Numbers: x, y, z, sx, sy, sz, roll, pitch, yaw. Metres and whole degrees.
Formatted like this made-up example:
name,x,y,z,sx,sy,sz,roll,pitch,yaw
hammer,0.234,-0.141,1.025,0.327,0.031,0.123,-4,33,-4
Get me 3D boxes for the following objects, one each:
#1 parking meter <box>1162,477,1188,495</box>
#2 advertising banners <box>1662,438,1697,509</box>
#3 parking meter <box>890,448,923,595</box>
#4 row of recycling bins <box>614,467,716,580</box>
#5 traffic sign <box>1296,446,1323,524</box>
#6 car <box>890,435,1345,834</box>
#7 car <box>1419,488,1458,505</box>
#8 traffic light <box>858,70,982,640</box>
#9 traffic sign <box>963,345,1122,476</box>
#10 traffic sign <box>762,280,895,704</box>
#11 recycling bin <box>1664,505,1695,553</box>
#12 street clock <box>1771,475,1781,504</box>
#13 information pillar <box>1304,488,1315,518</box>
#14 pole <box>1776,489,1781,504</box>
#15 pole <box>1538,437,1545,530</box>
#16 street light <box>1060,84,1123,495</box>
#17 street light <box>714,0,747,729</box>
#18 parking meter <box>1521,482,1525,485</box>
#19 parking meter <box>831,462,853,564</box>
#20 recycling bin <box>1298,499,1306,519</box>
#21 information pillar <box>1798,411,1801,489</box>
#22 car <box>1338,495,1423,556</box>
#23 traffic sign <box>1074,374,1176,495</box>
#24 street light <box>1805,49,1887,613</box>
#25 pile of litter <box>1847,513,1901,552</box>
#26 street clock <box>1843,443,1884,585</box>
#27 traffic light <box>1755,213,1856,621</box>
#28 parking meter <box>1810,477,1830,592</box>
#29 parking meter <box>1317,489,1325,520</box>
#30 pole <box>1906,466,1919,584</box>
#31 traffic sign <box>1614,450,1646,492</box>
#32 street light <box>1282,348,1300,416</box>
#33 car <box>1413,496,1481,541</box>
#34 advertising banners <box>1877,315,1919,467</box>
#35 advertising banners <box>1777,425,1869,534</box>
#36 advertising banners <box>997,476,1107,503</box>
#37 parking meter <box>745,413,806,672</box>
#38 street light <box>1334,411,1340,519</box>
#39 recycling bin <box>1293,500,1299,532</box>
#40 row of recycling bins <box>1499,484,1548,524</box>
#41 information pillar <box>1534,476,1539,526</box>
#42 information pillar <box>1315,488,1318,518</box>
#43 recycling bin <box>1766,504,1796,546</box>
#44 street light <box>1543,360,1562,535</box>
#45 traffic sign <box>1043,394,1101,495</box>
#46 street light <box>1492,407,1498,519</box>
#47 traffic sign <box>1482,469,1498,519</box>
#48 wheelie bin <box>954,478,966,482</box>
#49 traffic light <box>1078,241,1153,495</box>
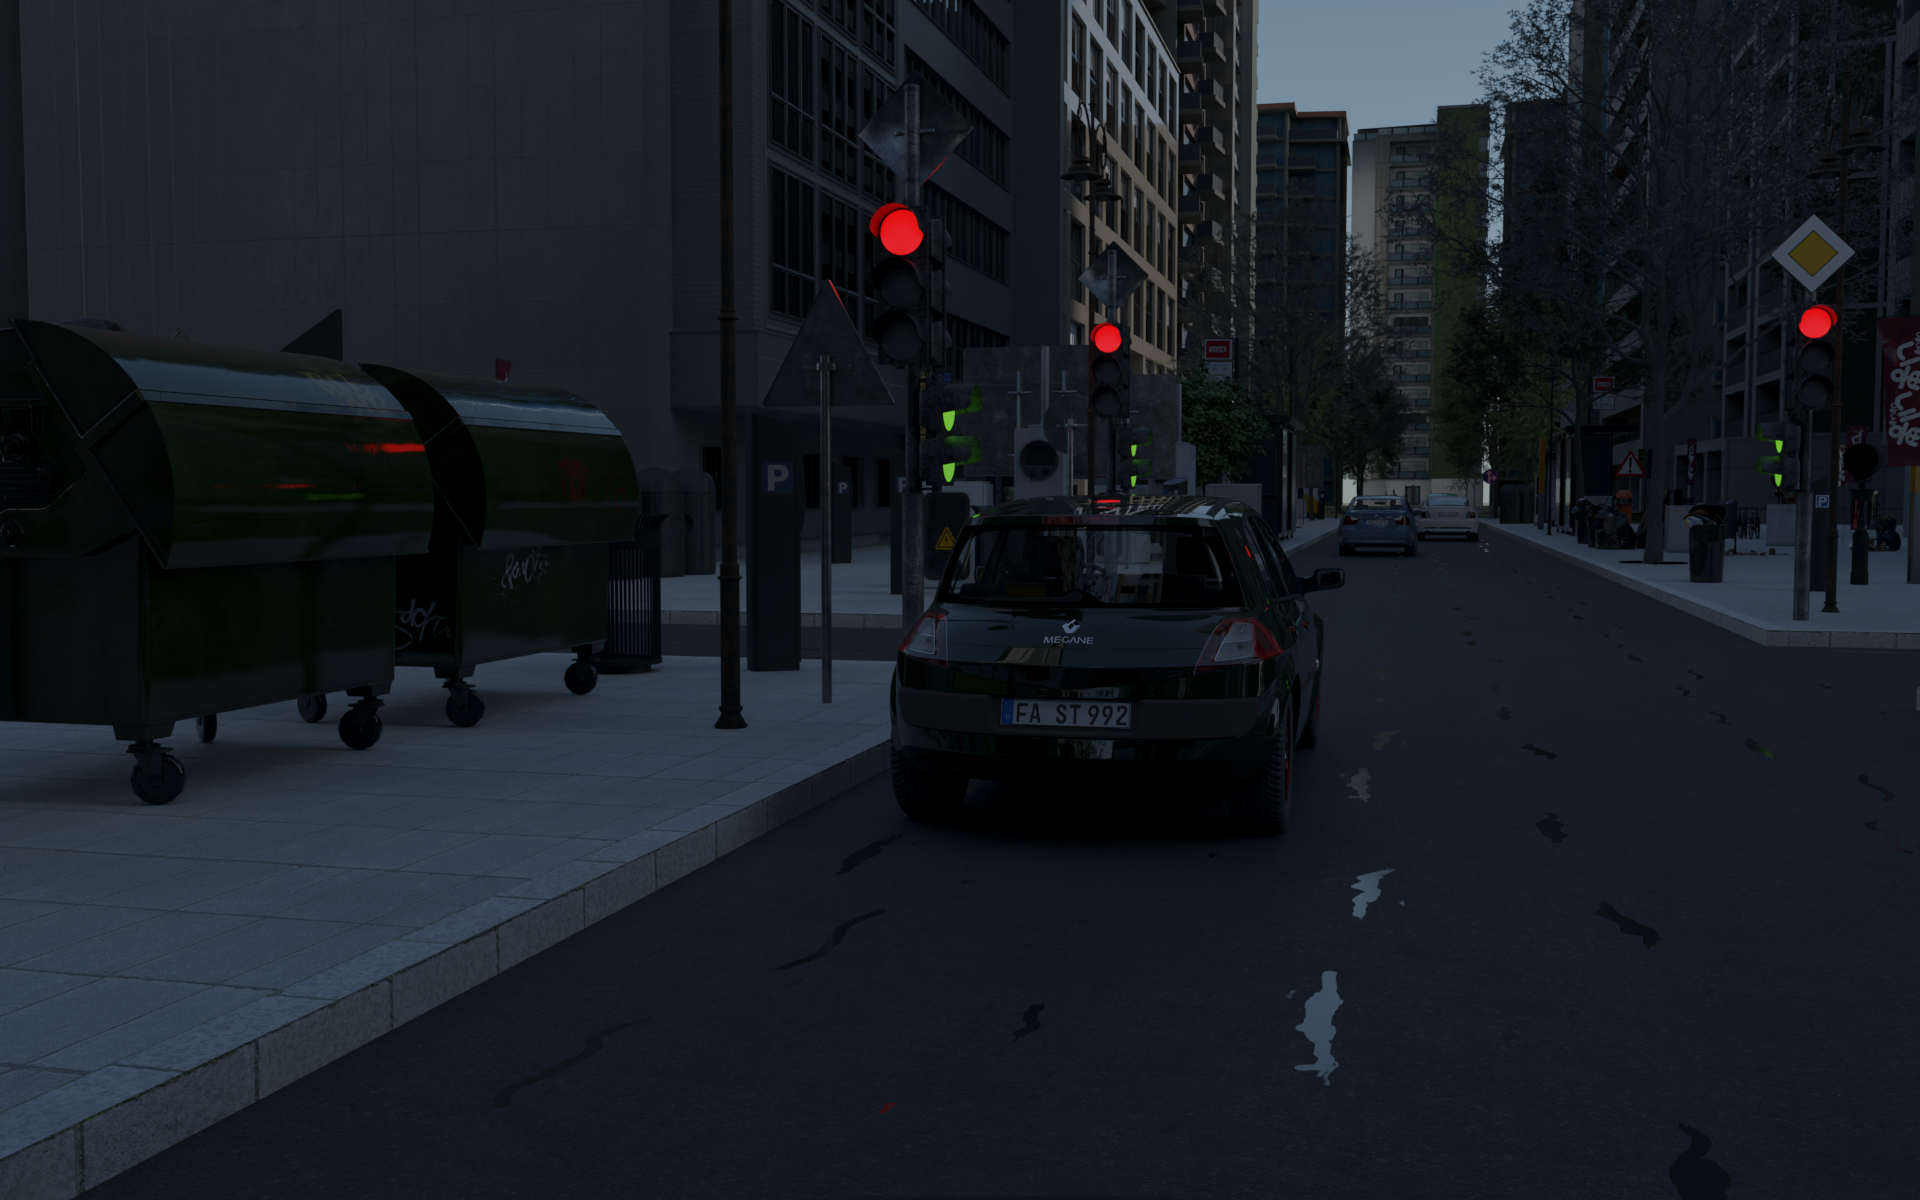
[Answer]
name,x,y,z,sx,sy,sz,roll,pitch,yaw
parking meter,3.224,-1.075,25.994,0.372,1.533,0.369,0,3,0
advertising banners,22.949,-3.620,55.372,0.090,3.025,2.074,0,4,-7
parking meter,-0.684,-1.004,22.128,0.399,1.863,0.255,0,4,5
row of recycling bins,-4.997,-1.187,26.529,1.069,1.692,3.534,2,4,32
traffic sign,14.231,-4.860,73.335,2.265,3.308,0.079,2,4,24
car,0.919,0.058,8.838,2.009,1.686,4.222,1,4,14
car,20.922,-4.056,75.104,1.959,1.807,4.718,1,4,16
traffic light,-0.298,-1.383,11.538,0.839,4.253,0.868,1,4,14
traffic sign,1.113,-1.832,23.831,2.265,3.308,0.079,1,4,19
traffic sign,-0.816,-0.645,10.550,0.884,2.594,0.081,1,4,21
recycling bin,15.956,-1.567,38.179,0.722,1.027,0.722,1,4,16
street clock,28.178,-3.367,59.614,0.471,2.002,0.358,3,4,39
information pillar,18.384,-6.127,91.525,0.504,3.616,0.183,-2,4,-34
pole,31.218,-4.415,66.032,0.158,3.312,0.155,0,3,0
pole,20.921,-4.187,62.300,0.158,3.312,0.155,0,3,0
street light,1.528,-2.894,20.111,0.468,5.910,1.993,1,4,14
street light,-1.260,-2.236,9.347,0.468,5.910,1.993,1,4,14
parking meter,28.476,-4.997,87.404,0.255,1.863,0.399,1,4,8
parking meter,-2.199,-1.609,32.012,0.399,1.863,0.255,-2,4,-27
recycling bin,17.555,-4.748,90.178,0.722,1.027,0.722,-1,4,-15
information pillar,22.294,-3.332,45.833,0.183,3.616,0.504,3,5,43
car,10.052,-1.805,41.522,2.014,1.417,4.499,1,4,16
traffic sign,2.545,-2.185,29.602,2.265,3.308,0.079,1,4,15
street light,9.446,-2.803,18.618,0.468,5.910,1.993,1,4,14
pile of litter,20.622,-1.538,39.105,1.719,0.858,1.176,-3,4,-37
street clock,12.731,-1.216,24.460,0.471,2.002,0.358,3,5,44
traffic light,8.543,-1.749,17.522,0.839,4.253,0.868,1,4,14
parking meter,11.349,-0.883,22.856,0.372,1.533,0.369,0,3,0
parking meter,18.193,-4.824,87.284,0.372,1.533,0.369,0,3,0
pole,13.645,-1.884,24.654,0.158,3.312,0.155,0,3,0
traffic sign,19.822,-3.135,51.259,0.884,2.594,0.081,1,4,16
street light,10.504,-5.030,55.024,0.468,5.910,1.993,1,4,14
car,15.224,-2.557,54.167,2.083,1.381,4.827,1,4,15
advertising banners,9.858,-1.245,16.542,2.074,3.025,0.090,3,5,39
advertising banners,22.152,-2.954,44.493,2.074,3.025,0.090,2,4,29
advertising banners,1.631,-1.945,27.992,2.074,3.025,0.090,1,4,10
parking meter,-1.344,-0.421,12.600,0.399,1.863,0.255,-1,4,-21
street light,19.575,-7.164,89.912,0.468,5.910,1.993,1,4,14
recycling bin,10.870,-2.813,58.554,0.722,1.027,0.722,-1,4,-23
row of recycling bins,24.673,-4.181,75.475,3.534,1.692,1.069,-3,5,-44
information pillar,23.392,-4.009,70.045,0.304,2.012,0.304,1,4,10
information pillar,18.793,-6.148,91.869,0.504,3.616,0.183,3,4,38
recycling bin,20.489,-1.861,42.983,0.722,1.027,0.722,3,5,41
street light,18.326,-4.948,53.694,0.468,5.910,1.993,1,4,14
traffic sign,1.411,-1.348,22.143,0.768,2.556,0.104,1,4,22
street light,27.679,-7.135,89.444,0.468,5.910,1.993,1,4,14
traffic sign,26.744,-5.338,87.378,0.768,2.556,0.104,1,4,19
wheelie bin,-0.235,-1.630,34.558,0.980,1.594,0.693,0,4,-7
traffic light,1.703,-1.856,19.270,0.839,4.253,0.868,1,4,14
